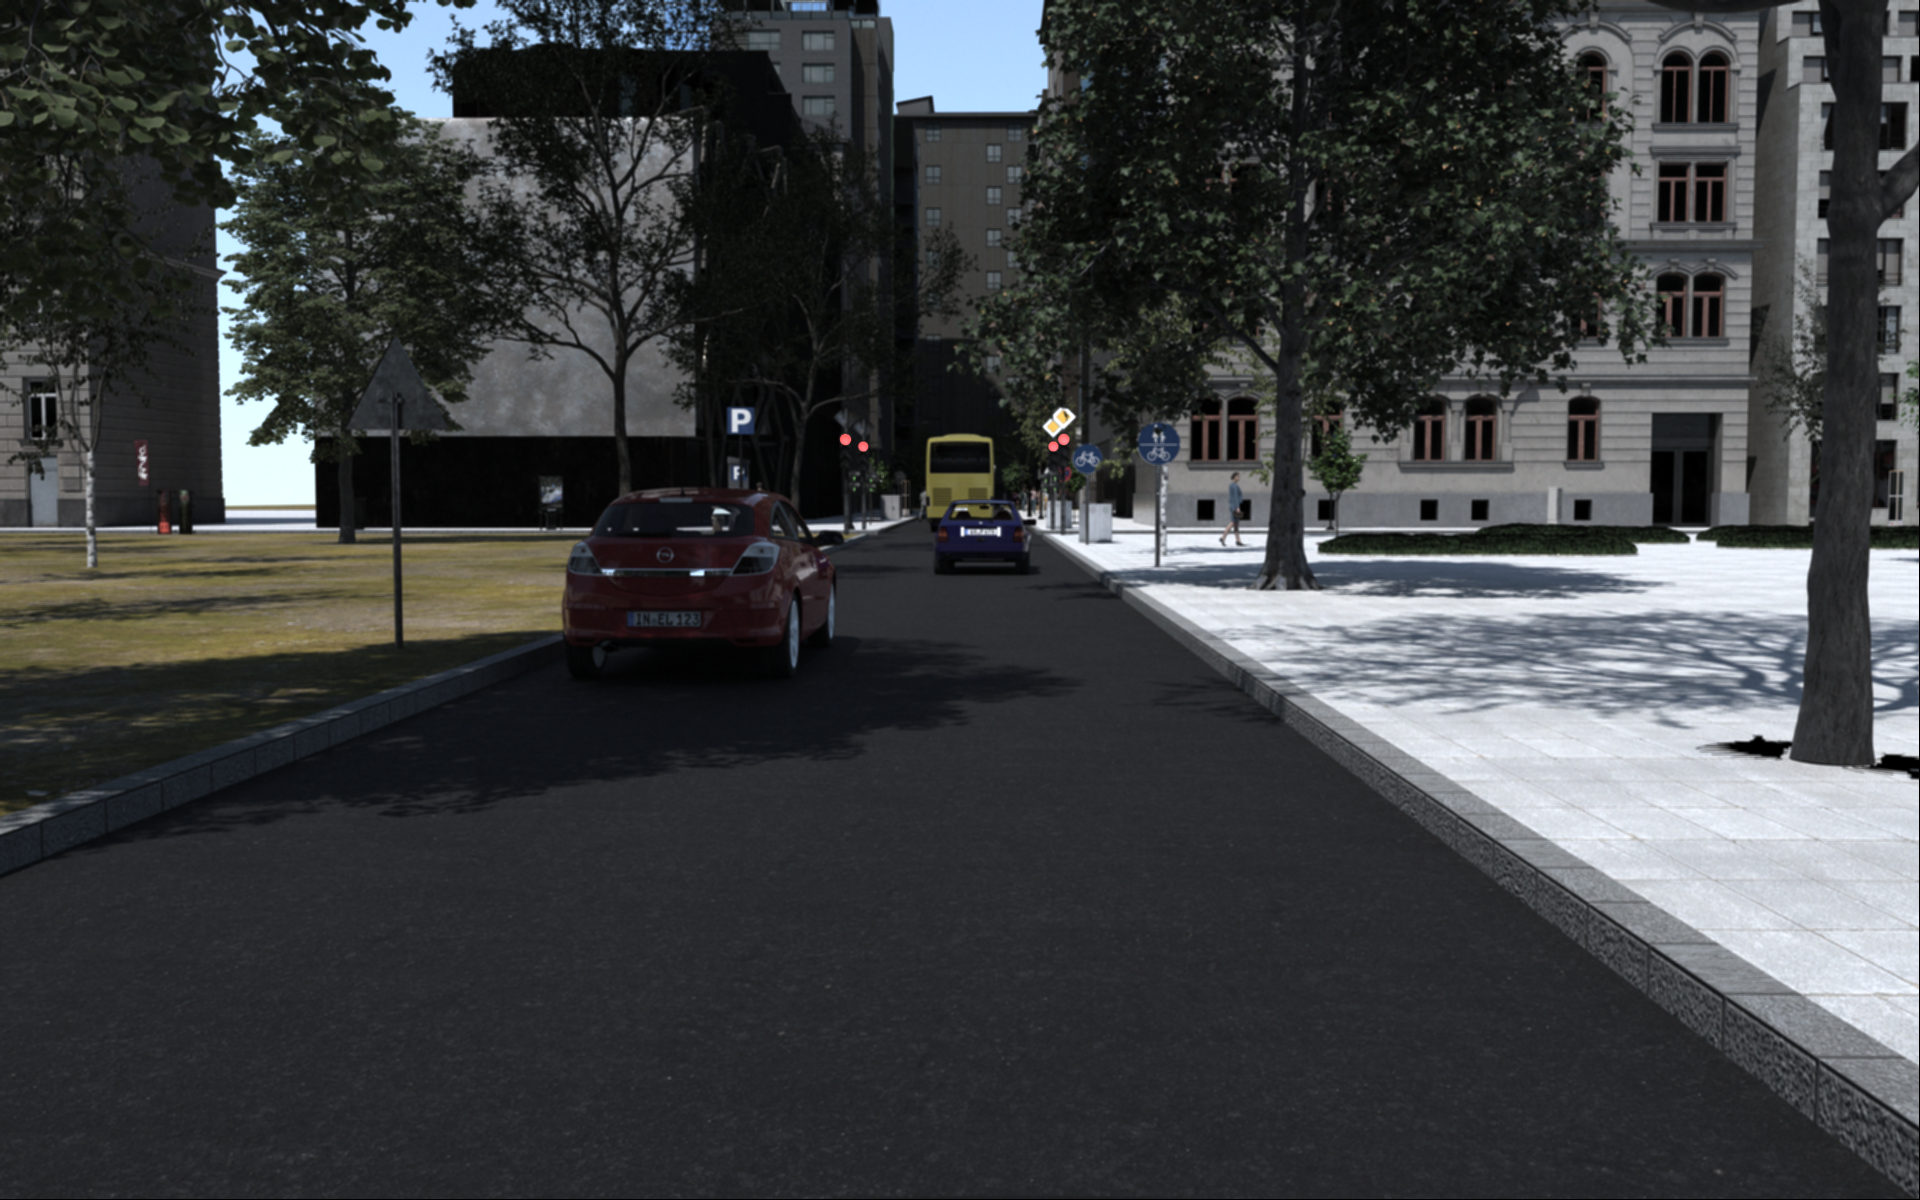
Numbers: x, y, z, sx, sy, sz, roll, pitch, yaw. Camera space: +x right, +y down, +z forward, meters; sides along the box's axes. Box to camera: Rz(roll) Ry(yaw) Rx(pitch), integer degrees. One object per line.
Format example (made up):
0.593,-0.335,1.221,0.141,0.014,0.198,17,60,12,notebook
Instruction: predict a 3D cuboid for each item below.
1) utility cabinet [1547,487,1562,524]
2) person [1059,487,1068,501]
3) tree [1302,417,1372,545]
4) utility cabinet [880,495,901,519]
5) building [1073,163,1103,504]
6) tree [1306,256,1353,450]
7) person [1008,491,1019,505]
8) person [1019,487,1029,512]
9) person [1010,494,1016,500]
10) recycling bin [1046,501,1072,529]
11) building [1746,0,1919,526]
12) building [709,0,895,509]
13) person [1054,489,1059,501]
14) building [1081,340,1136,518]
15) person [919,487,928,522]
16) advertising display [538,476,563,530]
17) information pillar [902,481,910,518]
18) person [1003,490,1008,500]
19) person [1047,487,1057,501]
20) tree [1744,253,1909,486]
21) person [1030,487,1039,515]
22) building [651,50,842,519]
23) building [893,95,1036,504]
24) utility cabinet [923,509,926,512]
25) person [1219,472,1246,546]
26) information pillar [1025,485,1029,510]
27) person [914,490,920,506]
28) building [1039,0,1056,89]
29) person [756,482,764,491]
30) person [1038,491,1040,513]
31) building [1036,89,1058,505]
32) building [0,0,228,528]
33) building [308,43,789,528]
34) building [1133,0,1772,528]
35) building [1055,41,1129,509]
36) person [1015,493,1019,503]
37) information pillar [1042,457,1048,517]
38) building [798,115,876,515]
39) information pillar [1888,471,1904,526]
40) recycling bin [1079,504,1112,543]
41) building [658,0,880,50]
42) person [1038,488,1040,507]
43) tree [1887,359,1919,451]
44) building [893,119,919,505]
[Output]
18.654,-2.790,54.293,0.318,1.500,1.173,2,4,26,utility cabinet
7.200,-7.016,120.732,0.580,1.828,0.573,0,4,6,person
9.572,-2.992,43.513,1.663,3.219,1.824,0,3,0,tree
-3.549,-4.741,88.676,1.020,1.237,0.306,1,4,14,utility cabinet
15.590,-20.861,126.987,13.634,28.700,20.117,0,4,1,building
9.928,-6.118,50.393,4.737,8.622,4.395,0,3,0,tree
5.235,-9.901,168.600,1.217,1.739,0.721,0,4,3,person
4.642,-7.296,125.685,0.721,1.781,0.623,2,4,34,person
6.807,-12.667,213.130,1.348,1.826,0.705,2,4,25,person
3.710,-3.191,64.728,0.722,1.027,0.722,3,4,38,recycling bin
39.478,-13.125,69.343,16.860,20.320,10.420,0,4,1,building
-12.834,-28.175,144.254,14.154,41.232,14.086,0,4,1,building
4.825,-5.097,89.576,0.606,1.804,0.583,0,4,-6,person
14.961,-17.309,102.076,14.314,24.678,30.058,0,4,1,building
-1.845,-4.959,89.856,0.678,1.792,0.850,3,4,37,person
-14.670,-3.480,62.107,0.123,1.923,0.974,3,5,43,advertising display
-2.954,-5.523,94.798,0.304,2.012,0.304,-3,5,-40,information pillar
5.306,-11.981,202.602,0.551,1.740,0.621,1,4,16,person
4.670,-4.920,86.673,0.709,1.800,0.728,3,5,45,person
25.550,-6.162,51.114,4.360,8.622,3.978,0,3,0,tree
4.628,-6.210,108.158,0.593,1.750,0.643,1,4,23,person
-13.311,-16.222,94.912,12.332,23.373,15.834,0,4,1,building
4.579,-39.658,237.652,27.495,52.752,28.713,0,4,1,building
-2.567,-7.025,126.022,0.306,1.237,1.020,-1,4,-12,utility cabinet
6.730,-2.241,42.702,0.654,1.822,0.581,1,4,12,person
5.296,-8.014,135.520,0.304,2.012,0.304,-3,4,-38,information pillar
-4.722,-11.323,191.723,0.434,1.755,0.990,-3,5,-42,person
22.665,-35.778,174.202,28.713,52.752,27.495,0,4,1,building
-6.807,-3.140,59.752,0.836,1.842,0.656,0,4,4,person
5.378,-6.618,114.591,0.599,1.781,0.374,-3,4,-37,person
19.728,-35.179,198.874,21.300,48.544,21.600,0,4,1,building
-44.977,-16.732,70.828,25.104,27.353,12.463,0,4,1,building
-15.856,-12.578,73.096,16.820,18.784,16.811,0,4,1,building
18.897,-17.359,71.214,23.554,28.519,14.401,0,4,1,building
15.648,-30.786,153.468,14.600,45.320,14.200,0,4,1,building
6.296,-11.082,190.460,0.421,1.427,0.697,0,4,-3,person
4.835,-6.458,96.936,0.504,3.616,0.183,0,4,2,information pillar
-12.443,-19.488,115.891,12.463,27.353,25.104,0,4,1,building
29.521,-3.067,54.642,0.304,2.012,0.304,-2,4,-29,information pillar
3.579,-2.031,45.768,0.722,1.027,0.722,-1,4,-13,recycling bin
-17.488,-52.171,165.668,22.319,86.520,31.000,0,4,1,building
7.415,-9.492,161.169,0.705,1.831,1.348,1,4,12,person
18.483,-2.889,30.955,4.285,4.588,4.351,0,3,0,tree
-12.228,-33.815,202.981,14.200,45.320,14.600,0,4,1,building
